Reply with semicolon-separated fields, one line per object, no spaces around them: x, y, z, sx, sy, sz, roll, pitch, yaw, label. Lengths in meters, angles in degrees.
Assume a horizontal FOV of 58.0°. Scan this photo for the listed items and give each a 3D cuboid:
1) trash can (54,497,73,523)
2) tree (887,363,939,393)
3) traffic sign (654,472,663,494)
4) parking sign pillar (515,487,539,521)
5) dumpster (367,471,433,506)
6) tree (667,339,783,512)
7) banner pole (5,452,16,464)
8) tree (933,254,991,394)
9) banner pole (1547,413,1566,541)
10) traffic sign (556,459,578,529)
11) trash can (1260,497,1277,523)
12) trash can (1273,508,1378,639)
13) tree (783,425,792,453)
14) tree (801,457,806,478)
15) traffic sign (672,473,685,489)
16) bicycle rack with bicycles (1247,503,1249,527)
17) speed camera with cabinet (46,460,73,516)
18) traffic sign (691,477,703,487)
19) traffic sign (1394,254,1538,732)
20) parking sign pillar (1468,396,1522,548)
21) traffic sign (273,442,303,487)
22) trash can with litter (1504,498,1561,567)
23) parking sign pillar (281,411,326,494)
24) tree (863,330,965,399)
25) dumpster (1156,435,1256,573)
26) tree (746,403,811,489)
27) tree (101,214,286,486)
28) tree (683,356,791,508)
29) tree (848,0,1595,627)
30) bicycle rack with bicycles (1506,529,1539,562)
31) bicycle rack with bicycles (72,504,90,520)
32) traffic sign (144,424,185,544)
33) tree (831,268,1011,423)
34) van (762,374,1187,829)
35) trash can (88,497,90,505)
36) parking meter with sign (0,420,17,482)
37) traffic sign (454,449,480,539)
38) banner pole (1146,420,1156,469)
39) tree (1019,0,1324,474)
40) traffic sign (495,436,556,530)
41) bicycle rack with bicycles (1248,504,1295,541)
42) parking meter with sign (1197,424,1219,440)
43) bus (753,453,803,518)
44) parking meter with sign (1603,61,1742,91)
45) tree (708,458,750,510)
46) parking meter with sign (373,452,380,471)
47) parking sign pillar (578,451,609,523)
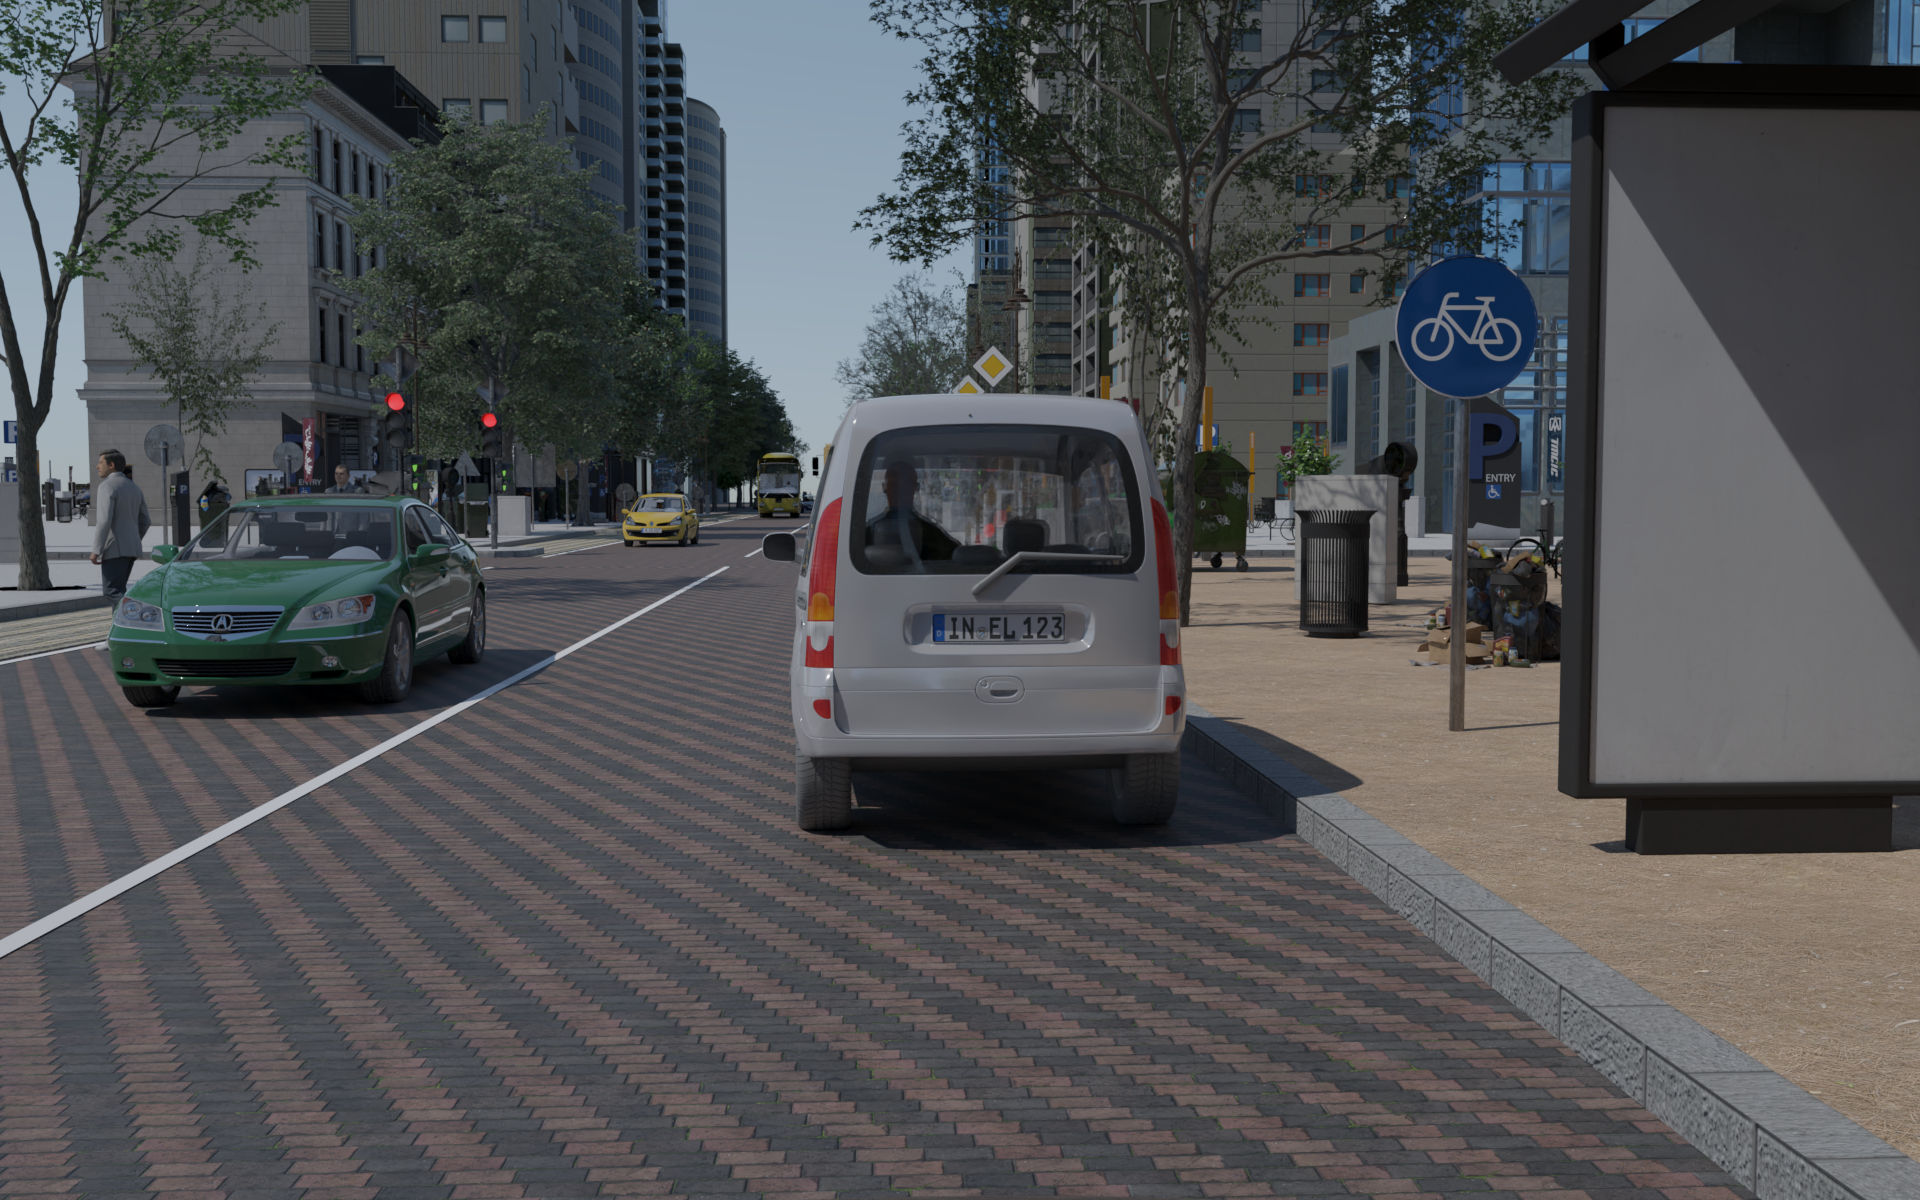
-39.768;-3.990;76.897;0.748;1.137;0.748;0;3;0;trash can
-4.109;-14.127;147.990;9.611;12.733;9.660;0;3;0;tree
-18.128;-6.307;103.121;0.884;2.594;0.081;0;4;3;traffic sign
-20.949;-5.812;83.500;1.447;3.967;1.447;2;4;28;parking sign pillar
-14.353;-2.363;44.397;1.264;1.857;1.865;0;4;-3;dumpster
-17.595;-12.758;126.726;7.486;12.596;7.792;0;3;0;tree
-55.850;-6.858;102.139;0.863;3.779;0.401;-1;4;-19;banner pole
0.976;-6.299;53.350;4.360;8.622;3.978;0;3;0;tree
16.294;-3.491;47.088;0.401;3.779;0.863;-2;4;-35;banner pole
-14.303;-3.850;63.060;0.768;2.556;0.104;0;4;-2;traffic sign
13.936;-4.074;78.265;0.748;1.137;0.748;0;3;0;trash can
3.363;-0.238;15.550;0.748;1.137;0.748;0;3;0;trash can
-20.474;-15.562;172.571;7.486;12.596;7.792;0;3;0;tree
-25.582;-19.202;264.313;4.737;8.622;4.395;0;3;0;tree
-16.628;-6.261;102.474;0.768;2.556;0.104;0;4;-1;traffic sign
10.591;-3.151;64.894;2.925;0.926;2.852;-1;4;-22;bicycle rack with bicycles
-52.422;-6.512;100.812;2.038;3.252;0.660;3;4;38;speed camera with cabinet
-17.236;-6.878;113.640;0.795;2.450;0.064;0;4;4;traffic sign
2.691;-0.563;9.305;0.768;2.556;0.104;0;4;0;traffic sign
12.840;-3.261;41.783;1.447;3.967;1.447;0;4;7;parking sign pillar
-16.357;-2.574;42.198;0.768;2.556;0.104;0;4;2;traffic sign
10.612;-1.251;31.516;1.678;1.210;2.233;1;4;13;trash can with litter
-21.428;-4.166;56.590;1.447;3.967;1.447;-1;4;-22;parking sign pillar
-2.570;-11.173;108.427;9.928;11.665;9.643;0;3;0;tree
4.041;-1.623;29.027;1.502;2.255;1.985;0;4;-3;dumpster
-22.954;-18.046;212.051;9.611;12.733;9.660;0;3;0;tree
-20.621;-5.879;46.489;4.360;8.622;3.978;0;3;0;tree
-20.431;-15.444;159.170;9.857;13.997;8.962;0;3;0;tree
2.390;-5.009;16.308;7.601;10.594;8.767;1;4;20;tree
9.505;-0.728;25.280;2.925;0.926;2.852;1;4;17;bicycle rack with bicycles
-43.246;-4.511;87.140;2.925;0.926;2.852;-1;4;-13;bicycle rack with bicycles
-14.501;-1.924;31.569;0.768;2.556;0.104;0;4;5;traffic sign
-2.151;-11.305;95.201;12.009;13.543;11.850;0;3;0;tree
-0.012;-0.111;8.821;2.013;2.044;4.112;0;4;-5;van
-45.155;-4.823;90.513;0.748;1.137;0.748;0;3;0;trash can
-22.852;-2.785;41.794;0.543;3.016;1.738;-3;4;-36;parking meter with sign
-14.216;-3.044;49.768;0.884;2.594;0.081;0;4;4;traffic sign
6.364;-4.172;58.229;0.863;3.779;0.401;-3;4;-36;banner pole
2.804;-4.512;24.138;4.360;8.622;3.978;0;3;0;tree
-15.388;-4.109;61.052;2.265;3.308;0.079;0;4;1;traffic sign
9.857;-2.062;47.101;2.925;0.926;2.852;-1;4;-16;bicycle rack with bicycles
5.814;-2.825;42.443;0.543;3.016;1.738;2;4;25;parking meter with sign
-11.096;-7.061;106.992;2.896;3.916;12.252;0;4;-5;bus
3.386;-0.712;7.902;0.543;3.016;1.738;2;4;33;parking meter with sign
-18.305;-9.348;136.554;4.285;4.588;4.351;0;3;0;tree
-23.371;-4.628;71.925;1.738;3.016;0.543;-2;4;-35;parking meter with sign
-16.284;-5.386;76.536;1.447;3.967;1.447;2;4;33;parking sign pillar
